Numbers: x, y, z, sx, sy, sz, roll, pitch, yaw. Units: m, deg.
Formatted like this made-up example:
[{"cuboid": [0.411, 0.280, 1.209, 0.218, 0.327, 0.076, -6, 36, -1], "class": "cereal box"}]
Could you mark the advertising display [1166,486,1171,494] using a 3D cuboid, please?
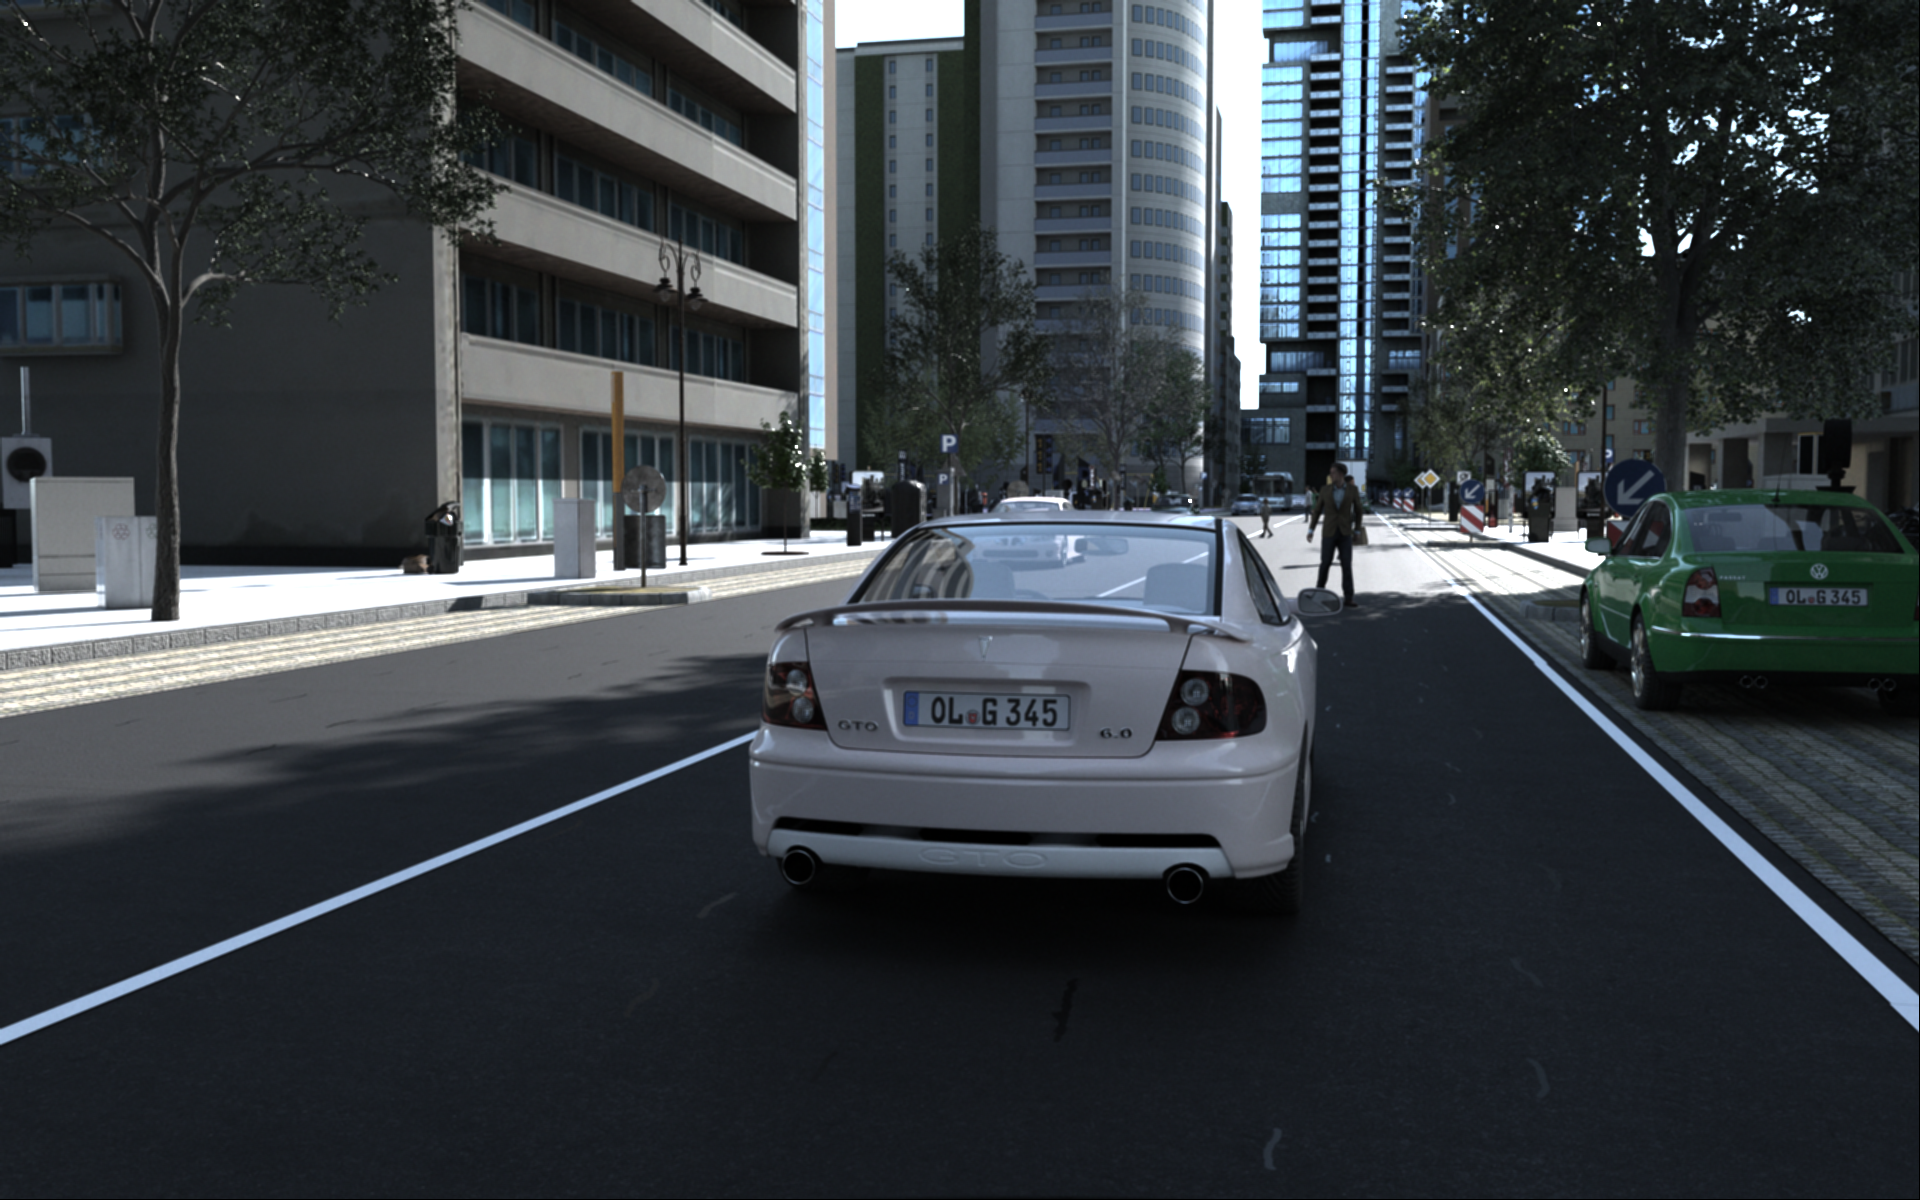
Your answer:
[{"cuboid": [15.994, -7.868, 133.851, 0.123, 1.923, 0.974, 3, 5, 40], "class": "advertising display"}]

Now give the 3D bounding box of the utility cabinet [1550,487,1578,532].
[{"cuboid": [19.820, -2.975, 57.322, 1.173, 1.500, 0.318, 0, 4, -1], "class": "utility cabinet"}]

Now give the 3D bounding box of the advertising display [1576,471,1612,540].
[{"cuboid": [17.521, -2.610, 47.881, 0.123, 1.923, 0.974, -3, 5, -44], "class": "advertising display"}]

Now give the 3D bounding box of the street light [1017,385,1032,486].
[{"cuboid": [2.465, -5.547, 63.477, 0.468, 5.910, 1.993, 1, 4, 13], "class": "street light"}]

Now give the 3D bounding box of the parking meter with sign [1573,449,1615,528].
[{"cuboid": [24.186, -4.264, 65.975, 1.738, 3.016, 0.543, -3, 4, -37], "class": "parking meter with sign"}]

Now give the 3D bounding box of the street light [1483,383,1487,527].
[{"cuboid": [20.577, -5.811, 67.804, 0.468, 5.910, 1.993, 1, 4, 13], "class": "street light"}]

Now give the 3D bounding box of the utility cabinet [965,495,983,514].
[{"cuboid": [0.940, -6.116, 111.162, 1.020, 1.237, 0.306, -1, 4, -14], "class": "utility cabinet"}]

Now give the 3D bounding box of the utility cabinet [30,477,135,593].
[{"cuboid": [-11.459, -0.854, 22.649, 1.173, 1.500, 0.318, -3, 5, -40], "class": "utility cabinet"}]

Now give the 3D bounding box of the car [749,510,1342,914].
[{"cuboid": [0.572, 0.301, 7.433, 2.083, 1.381, 4.827, 1, 4, 12], "class": "car"}]

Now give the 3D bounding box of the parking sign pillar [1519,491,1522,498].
[{"cuboid": [46.832, -9.451, 142.994, 1.447, 3.967, 1.447, 0, 4, 2], "class": "parking sign pillar"}]

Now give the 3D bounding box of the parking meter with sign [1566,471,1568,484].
[{"cuboid": [47.520, -8.370, 133.112, 1.738, 3.016, 0.543, 1, 4, 22], "class": "parking meter with sign"}]

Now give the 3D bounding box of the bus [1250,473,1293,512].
[{"cuboid": [26.154, -9.162, 144.656, 2.948, 3.499, 13.247, 1, 4, 14], "class": "bus"}]

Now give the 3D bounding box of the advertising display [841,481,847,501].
[{"cuboid": [-5.337, -4.783, 83.409, 0.974, 1.923, 0.123, 2, 4, 35], "class": "advertising display"}]

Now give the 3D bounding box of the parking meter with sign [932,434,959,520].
[{"cuboid": [-0.448, -3.264, 49.624, 0.543, 3.016, 1.738, 1, 4, 9], "class": "parking meter with sign"}]

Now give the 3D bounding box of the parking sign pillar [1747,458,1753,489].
[{"cuboid": [49.135, -7.340, 108.476, 1.447, 3.967, 1.447, 0, 4, 1], "class": "parking sign pillar"}]

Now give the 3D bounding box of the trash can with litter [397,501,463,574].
[{"cuboid": [-8.547, -1.009, 27.879, 1.055, 1.170, 0.624, 1, 4, 11], "class": "trash can with litter"}]

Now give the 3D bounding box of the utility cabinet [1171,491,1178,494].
[{"cuboid": [18.057, -8.521, 148.000, 1.173, 1.500, 0.318, -2, 4, -26], "class": "utility cabinet"}]

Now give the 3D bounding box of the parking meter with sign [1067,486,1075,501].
[{"cuboid": [9.919, -9.679, 154.513, 1.738, 3.016, 0.543, 1, 4, 18], "class": "parking meter with sign"}]

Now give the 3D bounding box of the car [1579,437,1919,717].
[{"cuboid": [5.644, -0.231, 12.572, 1.959, 1.807, 4.718, 1, 4, 13], "class": "car"}]

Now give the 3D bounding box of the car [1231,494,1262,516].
[{"cuboid": [19.084, -6.311, 115.193, 2.014, 1.417, 4.499, 1, 4, 14], "class": "car"}]

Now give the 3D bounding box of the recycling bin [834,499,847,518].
[{"cuboid": [-4.188, -3.145, 63.967, 0.722, 1.027, 0.722, 2, 4, 32], "class": "recycling bin"}]

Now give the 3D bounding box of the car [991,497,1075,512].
[{"cuboid": [1.454, -1.398, 35.216, 2.083, 1.381, 4.827, 1, 4, 12], "class": "car"}]

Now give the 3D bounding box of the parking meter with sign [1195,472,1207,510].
[{"cuboid": [19.328, -8.786, 139.905, 0.543, 3.016, 1.738, -1, 4, -17], "class": "parking meter with sign"}]

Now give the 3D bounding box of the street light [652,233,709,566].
[{"cuboid": [-4.972, -3.557, 30.952, 0.468, 5.910, 1.993, 1, 4, 13], "class": "street light"}]

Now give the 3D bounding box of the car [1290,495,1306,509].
[{"cuboid": [32.336, -9.341, 165.093, 2.083, 1.381, 4.827, 1, 4, 13], "class": "car"}]

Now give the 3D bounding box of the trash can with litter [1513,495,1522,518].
[{"cuboid": [30.166, -4.955, 92.073, 2.233, 1.210, 1.678, 1, 4, 18], "class": "trash can with litter"}]

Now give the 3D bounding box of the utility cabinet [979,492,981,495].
[{"cuboid": [1.294, -8.830, 153.048, 1.173, 1.500, 0.318, -3, 4, -36], "class": "utility cabinet"}]

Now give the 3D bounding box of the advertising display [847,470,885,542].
[{"cuboid": [-2.492, -2.534, 46.642, 0.974, 1.923, 0.123, -1, 4, -22], "class": "advertising display"}]

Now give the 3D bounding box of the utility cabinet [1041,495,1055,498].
[{"cuboid": [4.033, -4.418, 83.403, 1.020, 1.237, 0.306, 2, 4, 25], "class": "utility cabinet"}]

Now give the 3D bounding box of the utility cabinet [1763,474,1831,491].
[{"cuboid": [9.340, -0.654, 19.376, 1.173, 1.500, 0.318, -3, 5, -44], "class": "utility cabinet"}]

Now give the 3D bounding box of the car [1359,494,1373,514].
[{"cuboid": [28.256, -6.812, 123.172, 2.131, 1.459, 4.920, 1, 4, 14], "class": "car"}]

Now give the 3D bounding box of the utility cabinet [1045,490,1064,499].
[{"cuboid": [5.150, -5.280, 95.005, 0.318, 1.500, 1.173, -3, 5, -44], "class": "utility cabinet"}]

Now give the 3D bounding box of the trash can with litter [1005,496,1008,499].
[{"cuboid": [4.334, -8.666, 153.075, 1.055, 1.170, 0.624, -3, 5, -41], "class": "trash can with litter"}]

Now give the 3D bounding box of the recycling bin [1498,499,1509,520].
[{"cuboid": [27.159, -4.534, 86.692, 0.722, 1.027, 0.722, 3, 5, 40], "class": "recycling bin"}]

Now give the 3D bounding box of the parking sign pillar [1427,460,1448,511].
[{"cuboid": [35.494, -8.573, 128.636, 1.447, 3.967, 1.447, 0, 4, -1], "class": "parking sign pillar"}]

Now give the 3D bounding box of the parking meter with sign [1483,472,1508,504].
[{"cuboid": [34.324, -7.056, 111.631, 1.738, 3.016, 0.543, 2, 4, 25], "class": "parking meter with sign"}]

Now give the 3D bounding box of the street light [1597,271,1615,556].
[{"cuboid": [13.268, -3.844, 35.644, 0.468, 5.910, 1.993, 1, 4, 13], "class": "street light"}]

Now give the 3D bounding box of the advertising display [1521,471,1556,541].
[{"cuboid": [15.897, -2.592, 47.593, 0.974, 1.923, 0.123, -1, 4, -13], "class": "advertising display"}]

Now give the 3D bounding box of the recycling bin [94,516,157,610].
[{"cuboid": [-9.366, -0.434, 19.658, 0.722, 1.027, 0.722, -2, 4, -34], "class": "recycling bin"}]

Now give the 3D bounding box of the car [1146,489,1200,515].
[{"cuboid": [8.234, -3.474, 66.580, 2.009, 1.686, 4.222, 1, 4, 13], "class": "car"}]

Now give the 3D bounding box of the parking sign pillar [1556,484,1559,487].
[{"cuboid": [33.268, -6.710, 98.185, 1.447, 3.967, 1.447, -3, 4, -39], "class": "parking sign pillar"}]

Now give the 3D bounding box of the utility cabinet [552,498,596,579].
[{"cuboid": [-5.909, -0.943, 26.574, 0.306, 1.237, 1.020, -2, 4, -35], "class": "utility cabinet"}]

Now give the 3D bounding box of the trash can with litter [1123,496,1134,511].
[{"cuboid": [9.655, -5.239, 97.046, 1.055, 1.170, 0.624, 3, 5, 41], "class": "trash can with litter"}]

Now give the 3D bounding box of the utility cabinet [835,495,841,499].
[{"cuboid": [-8.294, -6.336, 114.754, 1.020, 1.237, 0.306, -2, 4, -29], "class": "utility cabinet"}]

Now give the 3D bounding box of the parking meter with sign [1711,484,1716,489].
[{"cuboid": [54.741, -7.957, 126.353, 1.738, 3.016, 0.543, 3, 5, 44], "class": "parking meter with sign"}]

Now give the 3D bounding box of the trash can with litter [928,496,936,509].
[{"cuboid": [-1.168, -4.967, 92.600, 0.624, 1.170, 1.055, 2, 4, 35], "class": "trash can with litter"}]
